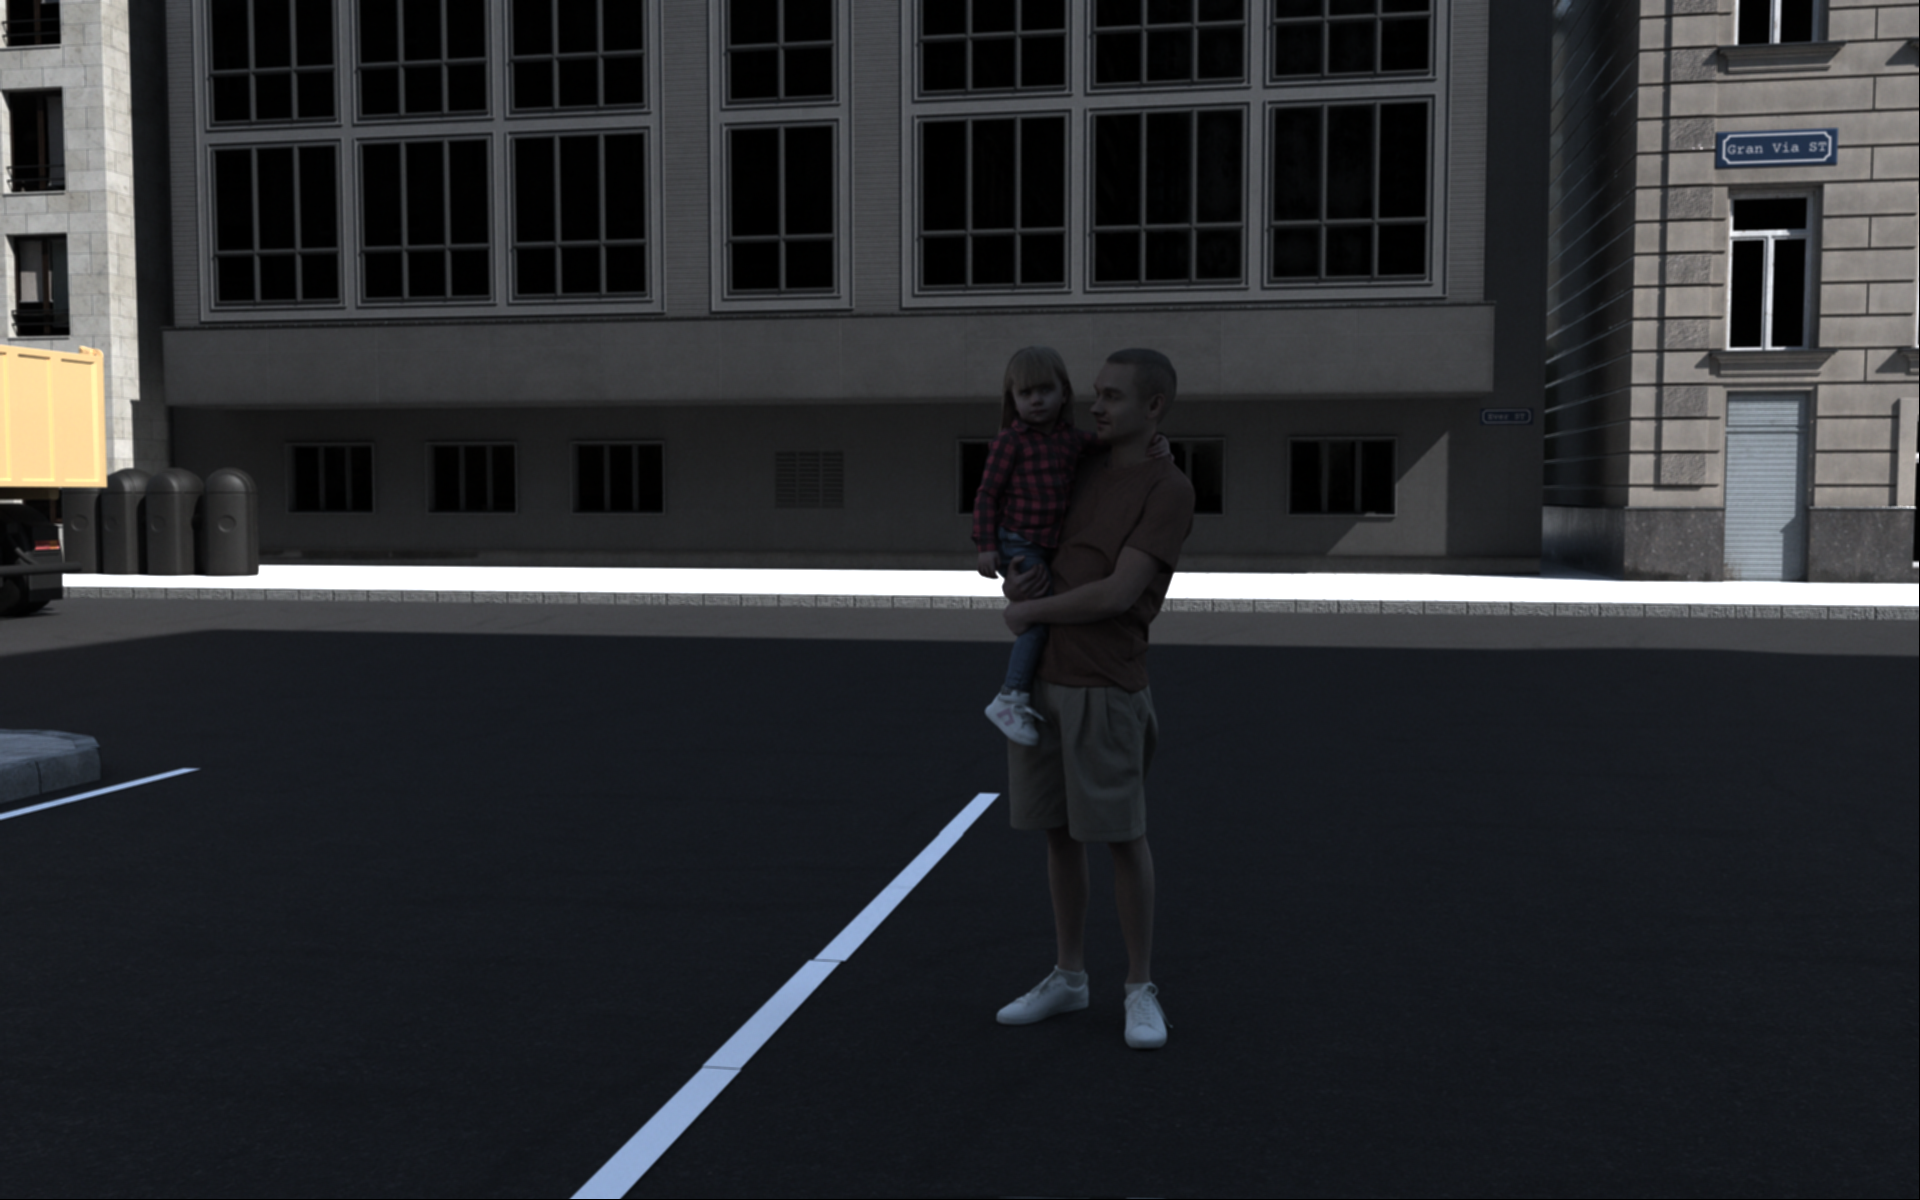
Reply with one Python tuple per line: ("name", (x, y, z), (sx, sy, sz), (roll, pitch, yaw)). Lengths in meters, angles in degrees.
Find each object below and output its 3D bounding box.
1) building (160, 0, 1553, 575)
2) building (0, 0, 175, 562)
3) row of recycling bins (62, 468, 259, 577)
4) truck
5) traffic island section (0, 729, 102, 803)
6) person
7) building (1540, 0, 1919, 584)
("building", (-1.558, -14.702, 33.888), (24.014, 27.812, 14.314), (1, 4, 10))
("building", (-21.965, -11.094, 36.147), (16.860, 20.320, 10.420), (1, 4, 10))
("row of recycling bins", (-12.785, -1.254, 27.623), (3.534, 1.692, 1.069), (1, 4, 16))
("truck", (-14.968, -1.477, 20.067), (9.791, 3.379, 3.469), (1, 4, 11))
("traffic island section", (-5.466, 0.873, 8.011), (2.009, 0.180, 2.903), (1, 4, 10))
("person", (0.315, 0.234, 4.644), (0.580, 1.828, 0.573), (0, 4, -2))
("building", (22.696, -14.110, 27.969), (25.104, 27.353, 12.463), (1, 4, 10))
